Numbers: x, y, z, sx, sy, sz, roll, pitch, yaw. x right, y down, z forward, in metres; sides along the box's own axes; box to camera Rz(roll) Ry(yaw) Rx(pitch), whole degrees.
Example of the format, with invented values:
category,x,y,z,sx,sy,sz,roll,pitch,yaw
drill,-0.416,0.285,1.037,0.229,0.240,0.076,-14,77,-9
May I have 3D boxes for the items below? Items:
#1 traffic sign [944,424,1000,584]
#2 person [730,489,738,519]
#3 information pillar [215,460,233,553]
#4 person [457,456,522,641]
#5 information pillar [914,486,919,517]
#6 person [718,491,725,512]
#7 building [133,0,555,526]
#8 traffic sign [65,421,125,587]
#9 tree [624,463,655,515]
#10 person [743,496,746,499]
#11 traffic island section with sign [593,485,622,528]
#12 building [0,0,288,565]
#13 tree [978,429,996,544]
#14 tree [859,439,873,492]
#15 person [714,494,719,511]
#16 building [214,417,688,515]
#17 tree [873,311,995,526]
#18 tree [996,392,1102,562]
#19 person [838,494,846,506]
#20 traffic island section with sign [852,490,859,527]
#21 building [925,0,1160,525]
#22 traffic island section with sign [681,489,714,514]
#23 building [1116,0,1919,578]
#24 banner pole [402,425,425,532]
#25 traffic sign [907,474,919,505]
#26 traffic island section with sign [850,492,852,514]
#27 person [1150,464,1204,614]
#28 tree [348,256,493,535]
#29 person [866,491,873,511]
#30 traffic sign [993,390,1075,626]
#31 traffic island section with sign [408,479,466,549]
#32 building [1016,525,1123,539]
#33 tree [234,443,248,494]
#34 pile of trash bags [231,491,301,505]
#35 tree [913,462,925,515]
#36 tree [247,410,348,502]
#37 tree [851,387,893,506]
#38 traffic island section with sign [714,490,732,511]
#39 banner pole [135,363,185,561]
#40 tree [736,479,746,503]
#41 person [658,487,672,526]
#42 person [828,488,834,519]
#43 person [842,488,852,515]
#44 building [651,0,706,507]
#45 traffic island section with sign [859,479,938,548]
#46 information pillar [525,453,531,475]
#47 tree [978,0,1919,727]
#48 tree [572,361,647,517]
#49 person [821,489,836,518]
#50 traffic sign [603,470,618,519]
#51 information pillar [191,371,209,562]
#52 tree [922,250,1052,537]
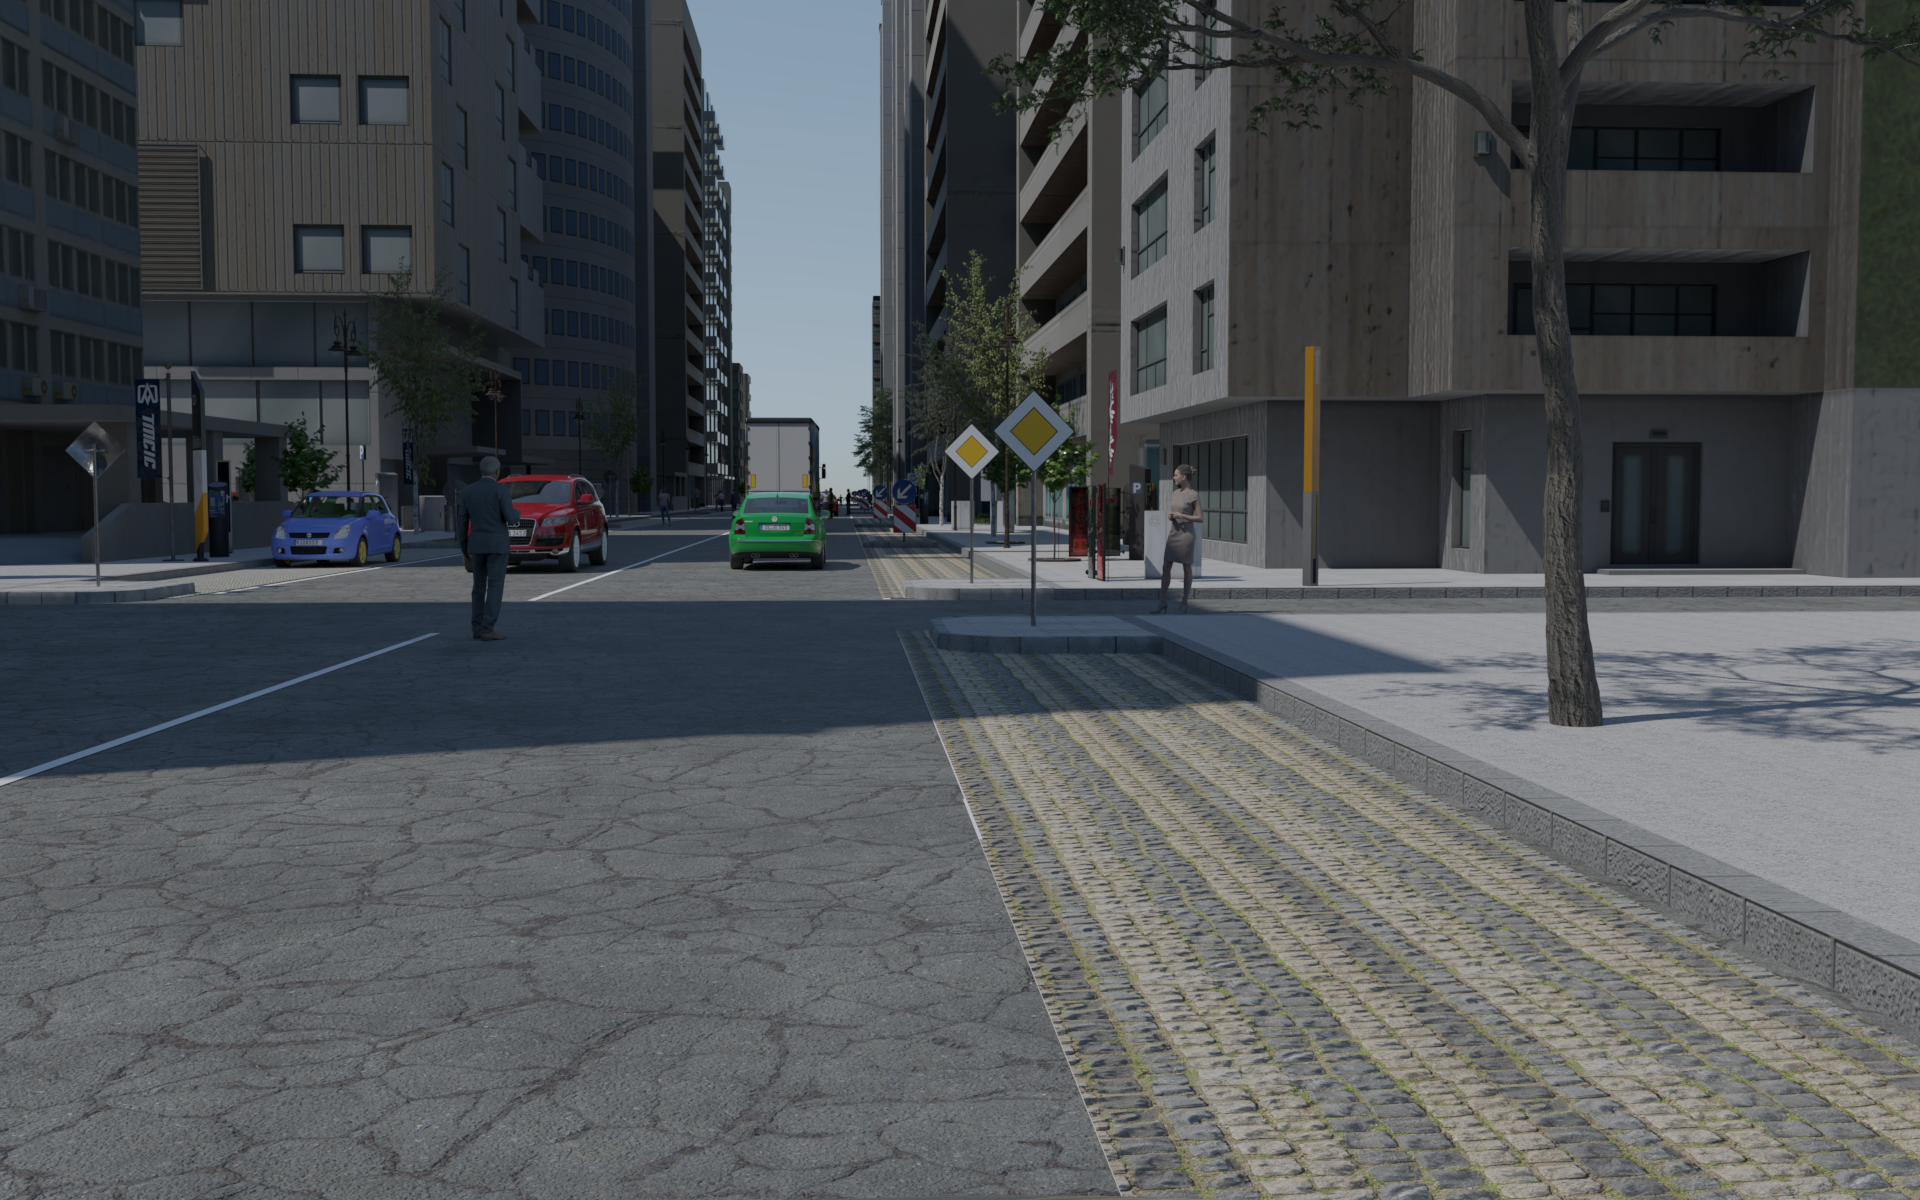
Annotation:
category,x,y,z,sx,sy,sz,roll,pitch,yaw
traffic sign,0.166,-1.292,24.773,0.795,2.450,0.064,0,4,-4
person,-13.171,-5.601,100.993,0.541,1.710,0.530,-3,5,-39
information pillar,-15.904,-2.015,37.438,0.304,2.012,0.304,-1,4,-23
person,-4.618,-0.517,17.127,0.661,1.801,0.590,1,4,15
information pillar,-2.448,-5.666,97.125,0.304,2.012,0.304,-1,4,-12
person,-19.437,-8.026,140.655,0.436,1.711,0.756,3,5,45
building,-33.573,-29.692,74.697,28.713,52.752,27.495,0,4,-4
traffic sign,-11.951,-1.243,23.966,0.795,2.450,0.064,0,4,-4
tree,-19.881,-6.948,108.208,1.663,3.219,1.824,0,3,0
person,-20.123,-9.491,164.391,1.217,1.735,0.721,3,4,38
traffic island section with sign,-15.353,-3.944,73.105,1.989,1.847,2.006,0,4,-4
building,-32.665,-21.092,36.741,32.217,40.220,23.993,0,4,-4
tree,1.296,-3.065,44.716,1.663,3.219,1.824,0,3,0
tree,-9.101,-14.703,190.754,4.360,8.622,3.978,0,3,0
person,-20.172,-8.085,143.915,0.599,1.433,0.991,-1,4,-17
building,-38.534,-27.257,137.534,32.217,40.220,23.993,0,4,-4
tree,-0.680,-7.325,70.133,4.360,8.622,3.978,0,3,0
tree,1.932,-2.348,32.989,1.663,3.219,1.824,0,3,0
person,-11.918,-9.871,173.155,1.065,1.426,0.557,-1,4,-19
traffic island section with sign,-3.550,-4.028,74.490,1.989,1.847,2.006,0,4,-4
building,9.328,-28.472,89.224,21.300,48.544,21.600,0,4,-4
traffic island section with sign,-18.788,-7.013,123.289,1.989,1.847,2.006,0,4,-4
building,10.968,-15.941,32.340,14.107,30.474,14.160,0,4,-4
banner pole,-18.373,-4.164,58.096,0.863,3.779,0.401,2,4,24
traffic sign,-2.283,-5.039,84.514,0.606,2.300,0.079,0,4,5
traffic island section with sign,-6.974,-7.082,124.410,1.989,1.847,2.006,0,4,-4
person,2.586,-0.719,20.594,0.374,1.781,0.599,-3,5,-40
tree,-16.987,-6.379,54.654,4.737,8.622,4.395,0,3,0
person,-7.655,-8.399,146.746,0.541,1.710,0.530,1,4,15
traffic sign,0.712,-0.805,16.807,0.795,2.450,0.064,0,4,-4
traffic island section with sign,-13.510,-2.299,46.213,1.989,1.847,2.006,0,4,-4
building,13.610,-26.617,58.883,21.300,48.544,21.600,0,4,-4
tree,-22.905,-3.767,56.198,1.663,3.219,1.824,0,3,0
pile of trash bags,-23.604,-3.041,59.473,3.447,1.369,1.912,-3,5,-42
tree,-2.326,-6.690,103.988,1.663,3.219,1.824,0,3,0
tree,-15.112,-2.764,39.794,1.663,3.219,1.824,0,3,0
tree,-7.720,-16.245,183.728,7.486,12.596,7.792,0,3,0
traffic island section with sign,-20.642,-8.658,150.180,1.989,1.847,2.006,0,4,-4
banner pole,-15.301,-2.632,33.053,0.863,3.779,0.401,0,4,-3
tree,-28.105,-14.121,225.479,1.663,3.219,1.824,0,3,0
person,-13.112,-4.163,77.161,0.593,1.750,0.643,-1,4,-21
person,-7.556,-5.655,101.055,0.705,1.812,1.348,0,4,-7
person,-7.723,-6.781,119.380,0.705,1.822,1.348,-2,4,-28
building,-35.387,-32.851,160.820,21.300,48.544,21.600,0,4,-4
traffic island section with sign,-1.633,-2.329,46.702,1.989,1.847,2.006,0,4,-4
information pillar,-24.460,-6.534,98.190,0.183,3.616,0.504,1,4,16
tree,3.149,-4.594,9.533,7.601,10.594,8.767,2,4,31
tree,-19.202,-8.927,96.325,4.737,8.622,4.395,0,3,0
person,-8.182,-5.893,105.644,1.217,1.735,0.721,0,4,7
traffic sign,-18.183,-5.502,90.057,0.768,2.556,0.104,0,4,5
information pillar,-14.413,-2.537,32.830,0.183,3.616,0.504,-3,5,-42
tree,0.974,-6.210,51.904,4.737,8.622,4.395,0,3,0
